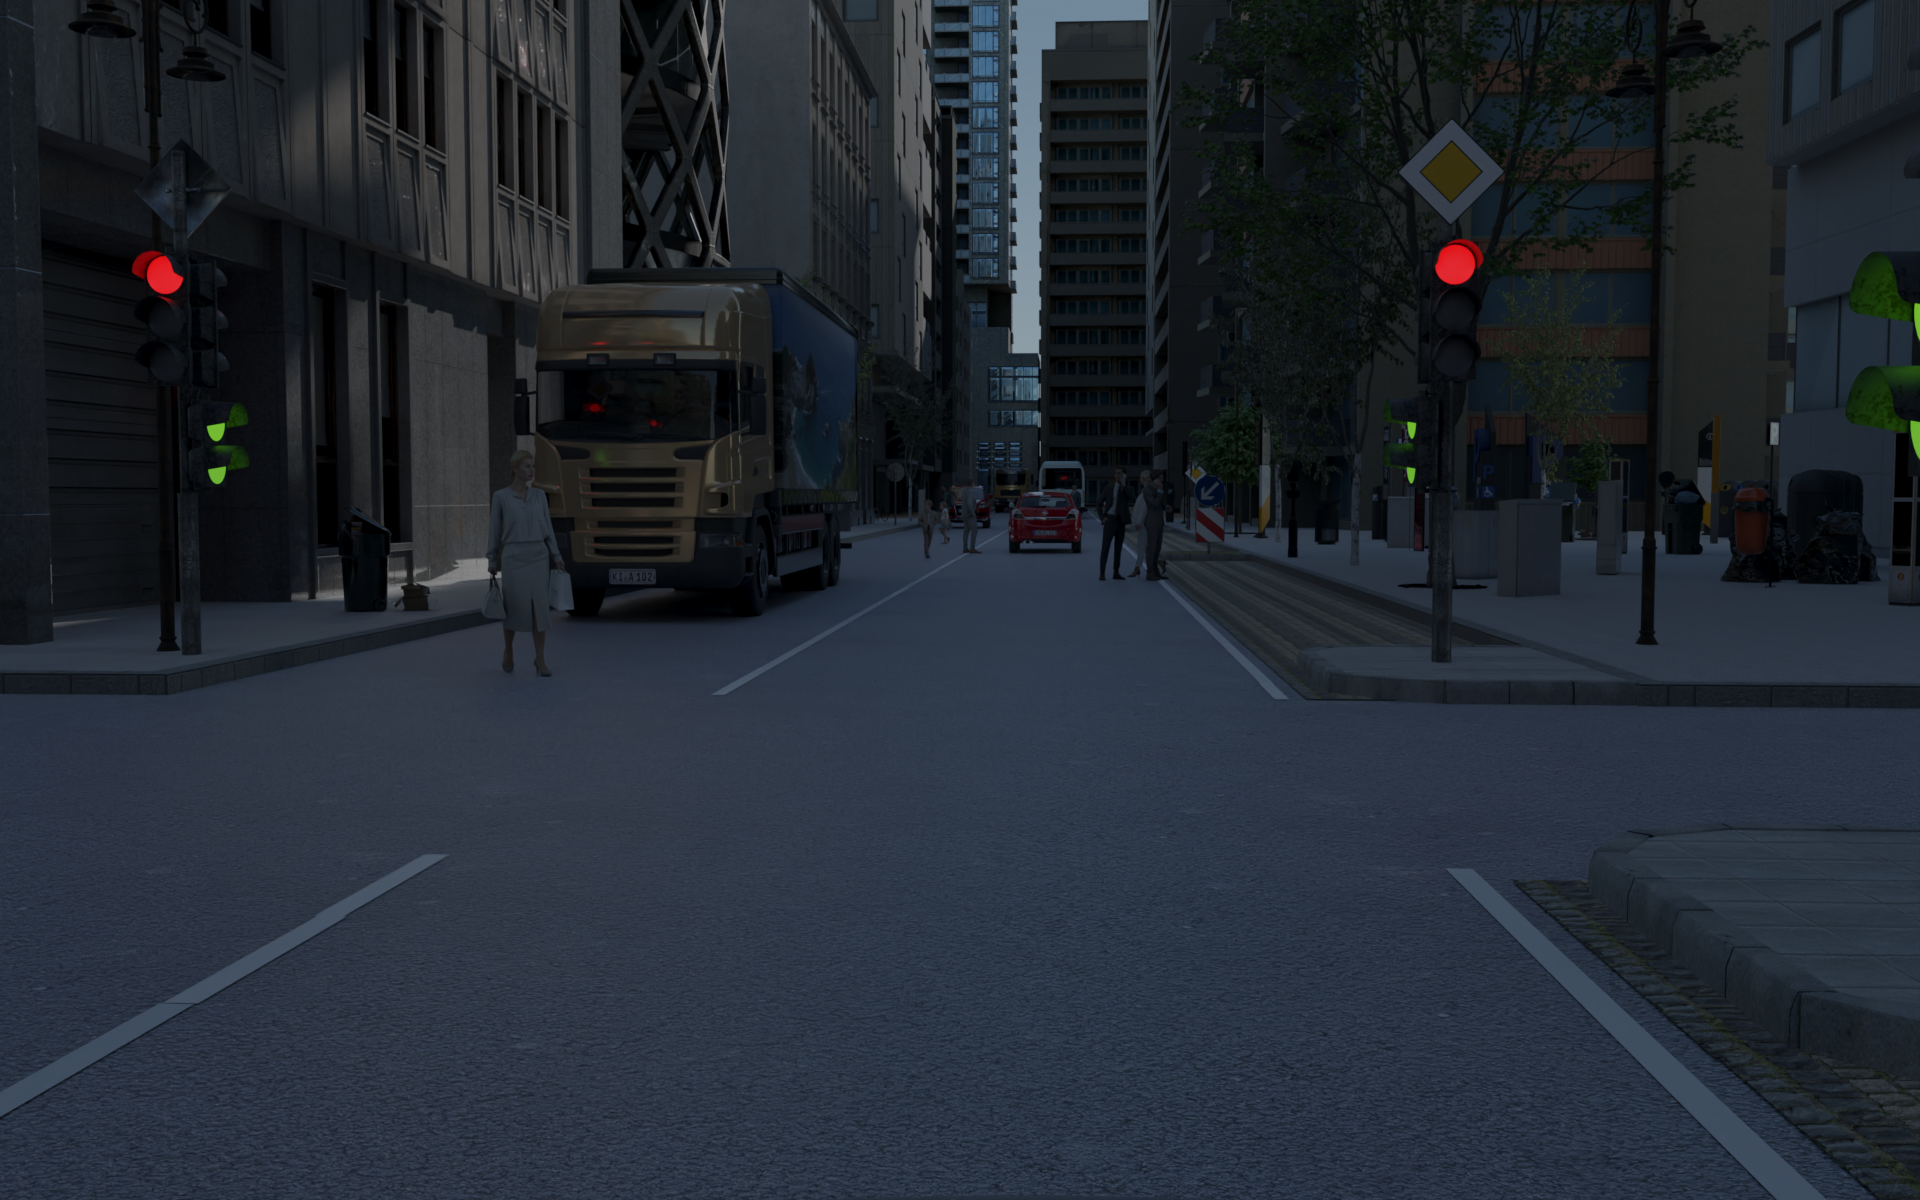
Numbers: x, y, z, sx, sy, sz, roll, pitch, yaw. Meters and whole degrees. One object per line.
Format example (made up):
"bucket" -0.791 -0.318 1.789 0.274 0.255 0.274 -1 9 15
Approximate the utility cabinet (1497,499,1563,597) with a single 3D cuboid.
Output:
"utility cabinet" 7.206 -0.657 21.908 1.020 1.237 0.306 -3 5 -40

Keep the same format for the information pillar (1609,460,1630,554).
"information pillar" 14.112 -1.995 37.115 0.304 2.012 0.304 -3 5 -40

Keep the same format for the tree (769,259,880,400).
"tree" -4.969 -6.392 54.867 4.737 8.622 4.395 0 3 0

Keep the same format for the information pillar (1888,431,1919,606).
"information pillar" 10.917 -0.941 19.882 0.304 2.012 0.304 -2 4 -26

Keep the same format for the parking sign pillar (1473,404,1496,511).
"parking sign pillar" 15.464 -3.825 51.013 1.447 3.967 1.447 1 4 8

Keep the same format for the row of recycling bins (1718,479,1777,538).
"row of recycling bins" 22.926 -2.618 49.923 1.069 1.692 3.534 0 4 0

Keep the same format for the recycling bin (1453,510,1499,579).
"recycling bin" 7.746 -0.850 26.457 0.722 1.027 0.722 3 5 44

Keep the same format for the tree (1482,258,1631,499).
"tree" 18.481 -6.337 53.967 4.737 8.622 4.395 0 3 0

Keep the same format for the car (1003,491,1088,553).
"car" 2.151 -2.110 43.535 2.155 1.783 4.494 0 4 3

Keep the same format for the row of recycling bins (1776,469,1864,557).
"row of recycling bins" 15.029 -1.399 29.987 1.069 1.692 3.534 2 4 33

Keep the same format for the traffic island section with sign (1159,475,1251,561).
"traffic island section with sign" 5.279 -1.784 37.789 1.989 1.847 2.006 0 4 4

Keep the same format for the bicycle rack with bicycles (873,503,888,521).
"bicycle rack with bicycles" -4.993 -4.168 81.536 2.852 0.926 2.925 -2 4 -28

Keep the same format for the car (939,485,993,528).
"car" 0.284 -3.988 73.871 2.281 1.827 5.304 0 4 2

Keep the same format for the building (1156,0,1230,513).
"building" 25.089 -30.564 123.418 21.300 48.544 21.600 0 4 4

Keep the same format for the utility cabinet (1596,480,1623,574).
"utility cabinet" 10.455 -1.176 27.899 0.318 1.500 1.173 2 4 25

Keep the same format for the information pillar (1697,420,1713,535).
"information pillar" 23.164 -3.817 53.768 0.504 3.616 0.183 1 4 10

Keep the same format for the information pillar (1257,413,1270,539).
"information pillar" 8.809 -3.591 50.072 0.183 3.616 0.504 3 5 39

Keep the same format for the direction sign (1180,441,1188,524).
"direction sign" 9.682 -5.052 74.600 0.379 3.537 0.876 1 4 20

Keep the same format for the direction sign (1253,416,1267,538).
"direction sign" 8.827 -3.606 50.963 0.379 3.537 0.876 -1 4 -12

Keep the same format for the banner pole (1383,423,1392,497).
"banner pole" 13.892 -4.053 56.279 0.401 3.779 0.863 0 4 -6

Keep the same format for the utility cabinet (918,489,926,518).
"utility cabinet" -1.775 -4.394 80.520 0.318 1.500 1.173 0 4 1

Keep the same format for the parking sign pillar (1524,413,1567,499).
"parking sign pillar" 19.442 -4.224 57.534 1.447 3.967 1.447 0 4 -8

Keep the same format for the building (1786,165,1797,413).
"building" 75.125 -34.248 179.559 30.456 49.044 23.786 0 4 4

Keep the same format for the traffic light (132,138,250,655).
"traffic light" -6.131 -1.518 13.737 0.839 4.253 0.868 0 4 4

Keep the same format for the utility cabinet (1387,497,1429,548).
"utility cabinet" 10.694 -1.837 41.190 1.020 1.237 0.306 1 4 16

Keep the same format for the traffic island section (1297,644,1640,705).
"traffic island section" 3.701 0.553 13.240 2.009 0.180 2.903 0 4 4

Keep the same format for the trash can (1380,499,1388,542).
"trash can" 11.972 -2.208 47.752 0.748 1.137 0.748 0 3 0

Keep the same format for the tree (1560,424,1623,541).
"tree" 17.501 -3.273 48.122 1.663 3.219 1.824 0 3 0

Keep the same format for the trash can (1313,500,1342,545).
"trash can" 9.328 -1.980 44.030 0.748 1.137 0.748 0 3 0

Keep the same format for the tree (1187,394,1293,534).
"tree" 9.136 -4.412 55.846 4.285 4.588 4.351 0 3 0

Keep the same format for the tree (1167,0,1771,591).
"tree" 6.667 -5.974 23.430 9.928 11.665 9.643 0 3 0

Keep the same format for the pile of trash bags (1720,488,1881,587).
"pile of trash bags" 11.957 -0.935 25.037 1.912 1.369 3.447 3 5 43

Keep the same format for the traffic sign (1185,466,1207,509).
"traffic sign" 8.571 -3.778 62.963 0.795 2.450 0.064 1 4 10

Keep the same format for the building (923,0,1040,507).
"building" -6.999 -53.245 183.223 31.000 86.520 22.319 0 4 4

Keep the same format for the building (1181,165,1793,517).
"building" 29.556 -24.969 100.129 32.217 40.220 23.993 0 4 4

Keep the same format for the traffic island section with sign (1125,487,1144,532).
"traffic island section with sign" 7.040 -3.463 65.251 1.989 1.847 2.006 0 4 4

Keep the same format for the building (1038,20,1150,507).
"building" 19.186 -34.131 181.739 21.600 48.544 21.300 0 4 4

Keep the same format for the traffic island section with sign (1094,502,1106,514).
"traffic island section with sign" 11.973 -8.170 142.210 1.989 1.847 2.006 0 4 4

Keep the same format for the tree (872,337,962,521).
"tree" -2.119 -8.021 81.506 4.360 8.622 3.978 0 3 0

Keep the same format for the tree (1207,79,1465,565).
"tree" 6.989 -4.940 31.131 4.360 8.622 3.978 0 3 0

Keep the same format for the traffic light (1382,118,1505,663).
"traffic light" 3.662 -1.481 13.129 0.839 4.253 0.868 0 4 4

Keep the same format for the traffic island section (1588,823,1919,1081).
"traffic island section" 3.191 1.040 5.271 2.009 0.180 2.903 0 4 4

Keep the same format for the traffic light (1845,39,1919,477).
"traffic light" 3.152 -0.993 5.160 0.839 4.253 0.868 0 4 4

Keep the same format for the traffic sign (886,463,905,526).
"traffic sign" -2.630 -4.300 70.417 0.768 2.556 0.104 0 4 4
